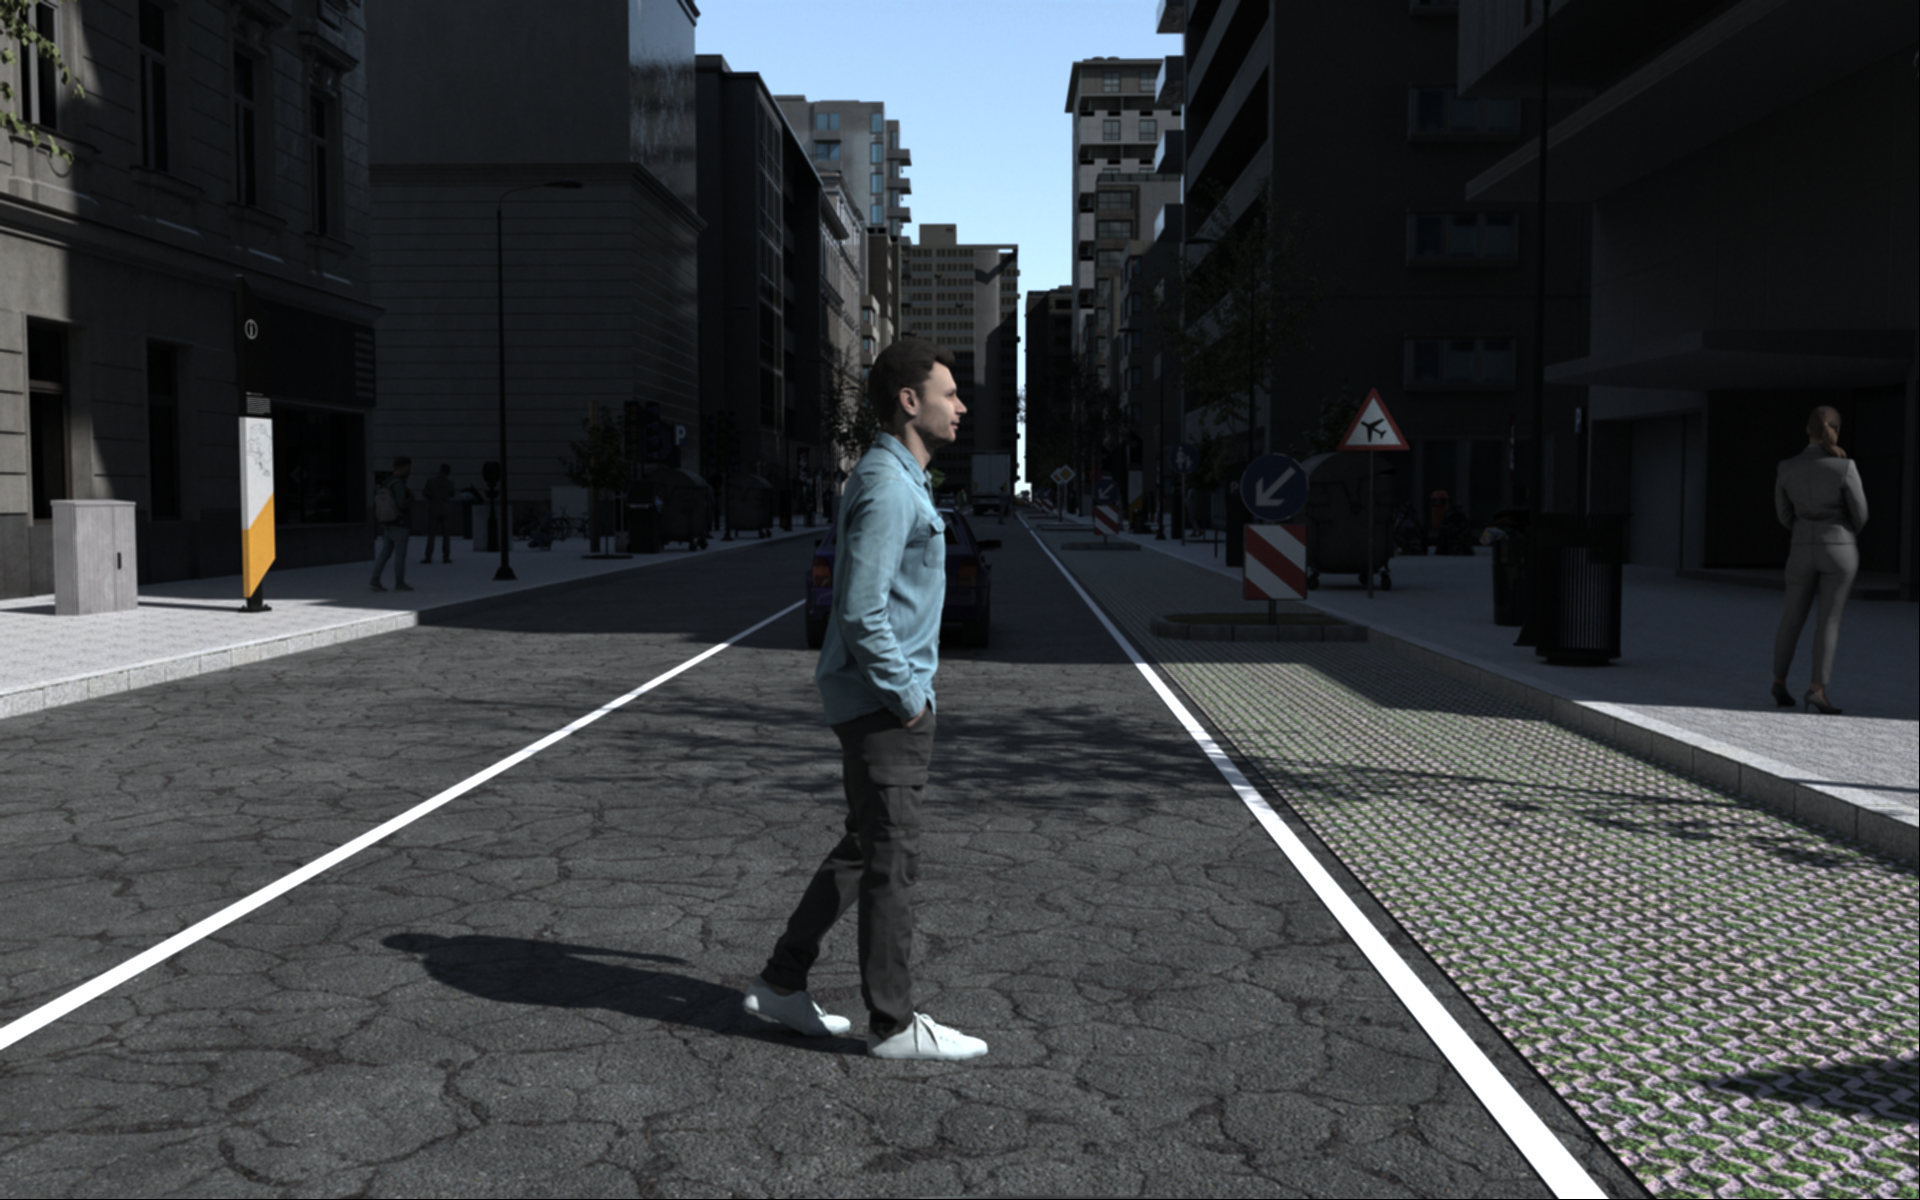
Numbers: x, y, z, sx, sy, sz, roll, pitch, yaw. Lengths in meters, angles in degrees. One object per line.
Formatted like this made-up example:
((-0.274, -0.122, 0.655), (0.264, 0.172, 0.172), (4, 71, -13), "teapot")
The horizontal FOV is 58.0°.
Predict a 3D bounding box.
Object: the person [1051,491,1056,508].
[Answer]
((8.737, -9.552, 162.745), (0.617, 1.759, 0.750), (-2, 4, -24), "person")

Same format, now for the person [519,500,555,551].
((-9.480, -1.678, 38.984), (0.738, 1.151, 1.012), (-2, 4, -24), "person")

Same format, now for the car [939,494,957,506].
((-1.317, -9.492, 167.194), (2.014, 1.417, 4.499), (0, 4, 0), "car")

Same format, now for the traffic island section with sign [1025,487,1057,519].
((4.869, -5.546, 99.298), (1.989, 1.847, 2.006), (0, 4, 1), "traffic island section with sign")

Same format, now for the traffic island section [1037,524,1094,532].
((4.111, -2.718, 66.723), (2.009, 0.180, 2.903), (0, 4, 1), "traffic island section")

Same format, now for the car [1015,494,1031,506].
((6.873, -11.179, 193.004), (2.015, 1.641, 3.980), (0, 4, 1), "car")

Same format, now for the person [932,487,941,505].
((-1.367, -5.110, 92.236), (0.721, 1.800, 0.419), (0, 4, -1), "person")

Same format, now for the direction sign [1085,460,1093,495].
((8.705, -7.553, 115.494), (0.876, 3.537, 0.379), (2, 4, 35), "direction sign")

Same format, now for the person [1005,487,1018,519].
((2.968, -5.477, 98.137), (0.778, 1.811, 0.616), (-1, 4, -15), "person")

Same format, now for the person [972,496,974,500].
((1.456, -10.401, 178.694), (0.705, 1.807, 1.348), (0, 4, -8), "person")

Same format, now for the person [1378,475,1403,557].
((8.629, -1.724, 34.898), (0.598, 1.740, 0.731), (0, 4, -5), "person")

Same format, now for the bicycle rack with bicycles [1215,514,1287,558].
((6.406, -1.311, 34.817), (2.852, 0.926, 2.925), (-2, 4, -26), "bicycle rack with bicycles")

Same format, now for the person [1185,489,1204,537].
((6.961, -2.799, 51.920), (0.853, 1.813, 0.709), (2, 4, 28), "person")

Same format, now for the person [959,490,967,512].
((0.214, -7.884, 137.653), (0.600, 1.795, 0.529), (-1, 4, -18), "person")

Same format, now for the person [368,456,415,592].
((-7.394, -0.998, 22.713), (0.623, 1.781, 0.721), (2, 4, 34), "person")

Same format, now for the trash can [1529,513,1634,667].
((4.670, -0.086, 13.063), (0.748, 1.137, 0.748), (0, 3, 0), "trash can")

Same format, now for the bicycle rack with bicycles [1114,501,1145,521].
((8.217, -4.388, 85.121), (2.852, 0.926, 2.925), (3, 5, 44), "bicycle rack with bicycles")

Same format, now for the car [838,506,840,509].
((-2.597, -2.619, 51.615), (1.959, 1.807, 4.718), (0, 4, 1), "car")

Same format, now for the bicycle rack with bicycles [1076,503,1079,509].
((10.217, -7.637, 138.240), (2.925, 0.926, 2.852), (0, 3, 0), "bicycle rack with bicycles")

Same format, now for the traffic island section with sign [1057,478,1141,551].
((3.602, -2.198, 44.571), (1.989, 1.847, 2.006), (0, 4, 1), "traffic island section with sign")

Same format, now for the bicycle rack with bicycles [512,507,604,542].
((-11.561, -2.092, 47.585), (2.925, 0.926, 2.852), (1, 4, 8), "bicycle rack with bicycles")

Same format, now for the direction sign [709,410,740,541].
((-6.379, -3.385, 47.345), (0.379, 3.537, 0.876), (2, 4, 26), "direction sign")

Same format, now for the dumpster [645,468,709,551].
((-6.454, -2.050, 39.280), (1.264, 1.857, 1.865), (0, 4, 1), "dumpster")

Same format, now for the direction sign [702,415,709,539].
((-7.254, -3.530, 49.712), (0.379, 3.537, 0.876), (1, 4, 20), "direction sign")

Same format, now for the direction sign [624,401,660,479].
((-7.763, -3.080, 42.355), (0.876, 3.537, 0.379), (-2, 4, -26), "direction sign")

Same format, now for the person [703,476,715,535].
((-7.712, -2.818, 51.980), (0.638, 1.841, 0.748), (0, 4, 3), "person")

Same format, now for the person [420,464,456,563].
((-9.702, -1.610, 32.177), (0.655, 1.846, 0.447), (-1, 4, -22), "person")

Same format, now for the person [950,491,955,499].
((-0.843, -11.889, 202.759), (0.709, 1.838, 0.599), (-3, 4, -37), "person")

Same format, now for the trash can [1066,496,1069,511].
((8.426, -7.484, 134.017), (0.748, 1.137, 0.748), (0, 3, 0), "trash can")

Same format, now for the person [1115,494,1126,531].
((5.612, -3.072, 60.546), (0.394, 1.301, 0.425), (1, 4, 12), "person")

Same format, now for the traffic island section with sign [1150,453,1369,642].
((2.971, -0.550, 17.623), (1.989, 1.847, 2.006), (0, 4, 1), "traffic island section with sign")

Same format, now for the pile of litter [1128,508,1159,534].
((6.021, -2.581, 56.164), (1.176, 0.858, 1.719), (0, 4, 8), "pile of litter")

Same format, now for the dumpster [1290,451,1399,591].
((5.214, -1.096, 23.680), (1.264, 1.857, 1.865), (0, 4, 1), "dumpster")

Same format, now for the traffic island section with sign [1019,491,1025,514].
((5.516, -7.194, 126.246), (1.989, 1.847, 2.006), (0, 4, 1), "traffic island section with sign")

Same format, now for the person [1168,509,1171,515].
((13.211, -6.144, 106.585), (0.778, 1.811, 0.616), (-2, 4, -32), "person")

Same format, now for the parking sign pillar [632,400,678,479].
((-8.754, -3.751, 49.797), (1.447, 3.967, 1.447), (-1, 4, -13), "parking sign pillar")

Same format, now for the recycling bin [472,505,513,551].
((-10.542, -1.622, 39.070), (0.722, 1.027, 0.722), (0, 4, 1), "recycling bin")

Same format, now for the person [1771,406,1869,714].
((5.060, -0.236, 10.178), (0.520, 1.790, 0.573), (2, 4, 34), "person")

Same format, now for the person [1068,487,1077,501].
((8.635, -7.732, 132.739), (0.678, 1.792, 0.850), (1, 4, 8), "person")

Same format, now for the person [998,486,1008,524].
((2.068, -4.528, 82.716), (0.466, 1.800, 0.511), (-2, 4, -31), "person")

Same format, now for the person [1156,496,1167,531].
((6.865, -2.937, 59.080), (0.382, 1.210, 0.505), (1, 4, 9), "person")

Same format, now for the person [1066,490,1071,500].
((9.080, -8.368, 142.847), (0.794, 1.824, 0.713), (-1, 4, -19), "person")

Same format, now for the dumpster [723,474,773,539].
((-6.142, -2.713, 50.123), (1.264, 1.857, 1.865), (0, 4, 2), "dumpster")

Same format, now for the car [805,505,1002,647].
((-0.551, -0.303, 17.535), (1.945, 1.354, 3.894), (0, 4, 1), "car")

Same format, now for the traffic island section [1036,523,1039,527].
((4.298, -3.206, 74.706), (2.009, 0.180, 2.903), (0, 4, 1), "traffic island section")

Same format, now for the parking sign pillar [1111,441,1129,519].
((7.886, -6.084, 87.938), (1.447, 3.967, 1.447), (3, 5, 42), "parking sign pillar")
